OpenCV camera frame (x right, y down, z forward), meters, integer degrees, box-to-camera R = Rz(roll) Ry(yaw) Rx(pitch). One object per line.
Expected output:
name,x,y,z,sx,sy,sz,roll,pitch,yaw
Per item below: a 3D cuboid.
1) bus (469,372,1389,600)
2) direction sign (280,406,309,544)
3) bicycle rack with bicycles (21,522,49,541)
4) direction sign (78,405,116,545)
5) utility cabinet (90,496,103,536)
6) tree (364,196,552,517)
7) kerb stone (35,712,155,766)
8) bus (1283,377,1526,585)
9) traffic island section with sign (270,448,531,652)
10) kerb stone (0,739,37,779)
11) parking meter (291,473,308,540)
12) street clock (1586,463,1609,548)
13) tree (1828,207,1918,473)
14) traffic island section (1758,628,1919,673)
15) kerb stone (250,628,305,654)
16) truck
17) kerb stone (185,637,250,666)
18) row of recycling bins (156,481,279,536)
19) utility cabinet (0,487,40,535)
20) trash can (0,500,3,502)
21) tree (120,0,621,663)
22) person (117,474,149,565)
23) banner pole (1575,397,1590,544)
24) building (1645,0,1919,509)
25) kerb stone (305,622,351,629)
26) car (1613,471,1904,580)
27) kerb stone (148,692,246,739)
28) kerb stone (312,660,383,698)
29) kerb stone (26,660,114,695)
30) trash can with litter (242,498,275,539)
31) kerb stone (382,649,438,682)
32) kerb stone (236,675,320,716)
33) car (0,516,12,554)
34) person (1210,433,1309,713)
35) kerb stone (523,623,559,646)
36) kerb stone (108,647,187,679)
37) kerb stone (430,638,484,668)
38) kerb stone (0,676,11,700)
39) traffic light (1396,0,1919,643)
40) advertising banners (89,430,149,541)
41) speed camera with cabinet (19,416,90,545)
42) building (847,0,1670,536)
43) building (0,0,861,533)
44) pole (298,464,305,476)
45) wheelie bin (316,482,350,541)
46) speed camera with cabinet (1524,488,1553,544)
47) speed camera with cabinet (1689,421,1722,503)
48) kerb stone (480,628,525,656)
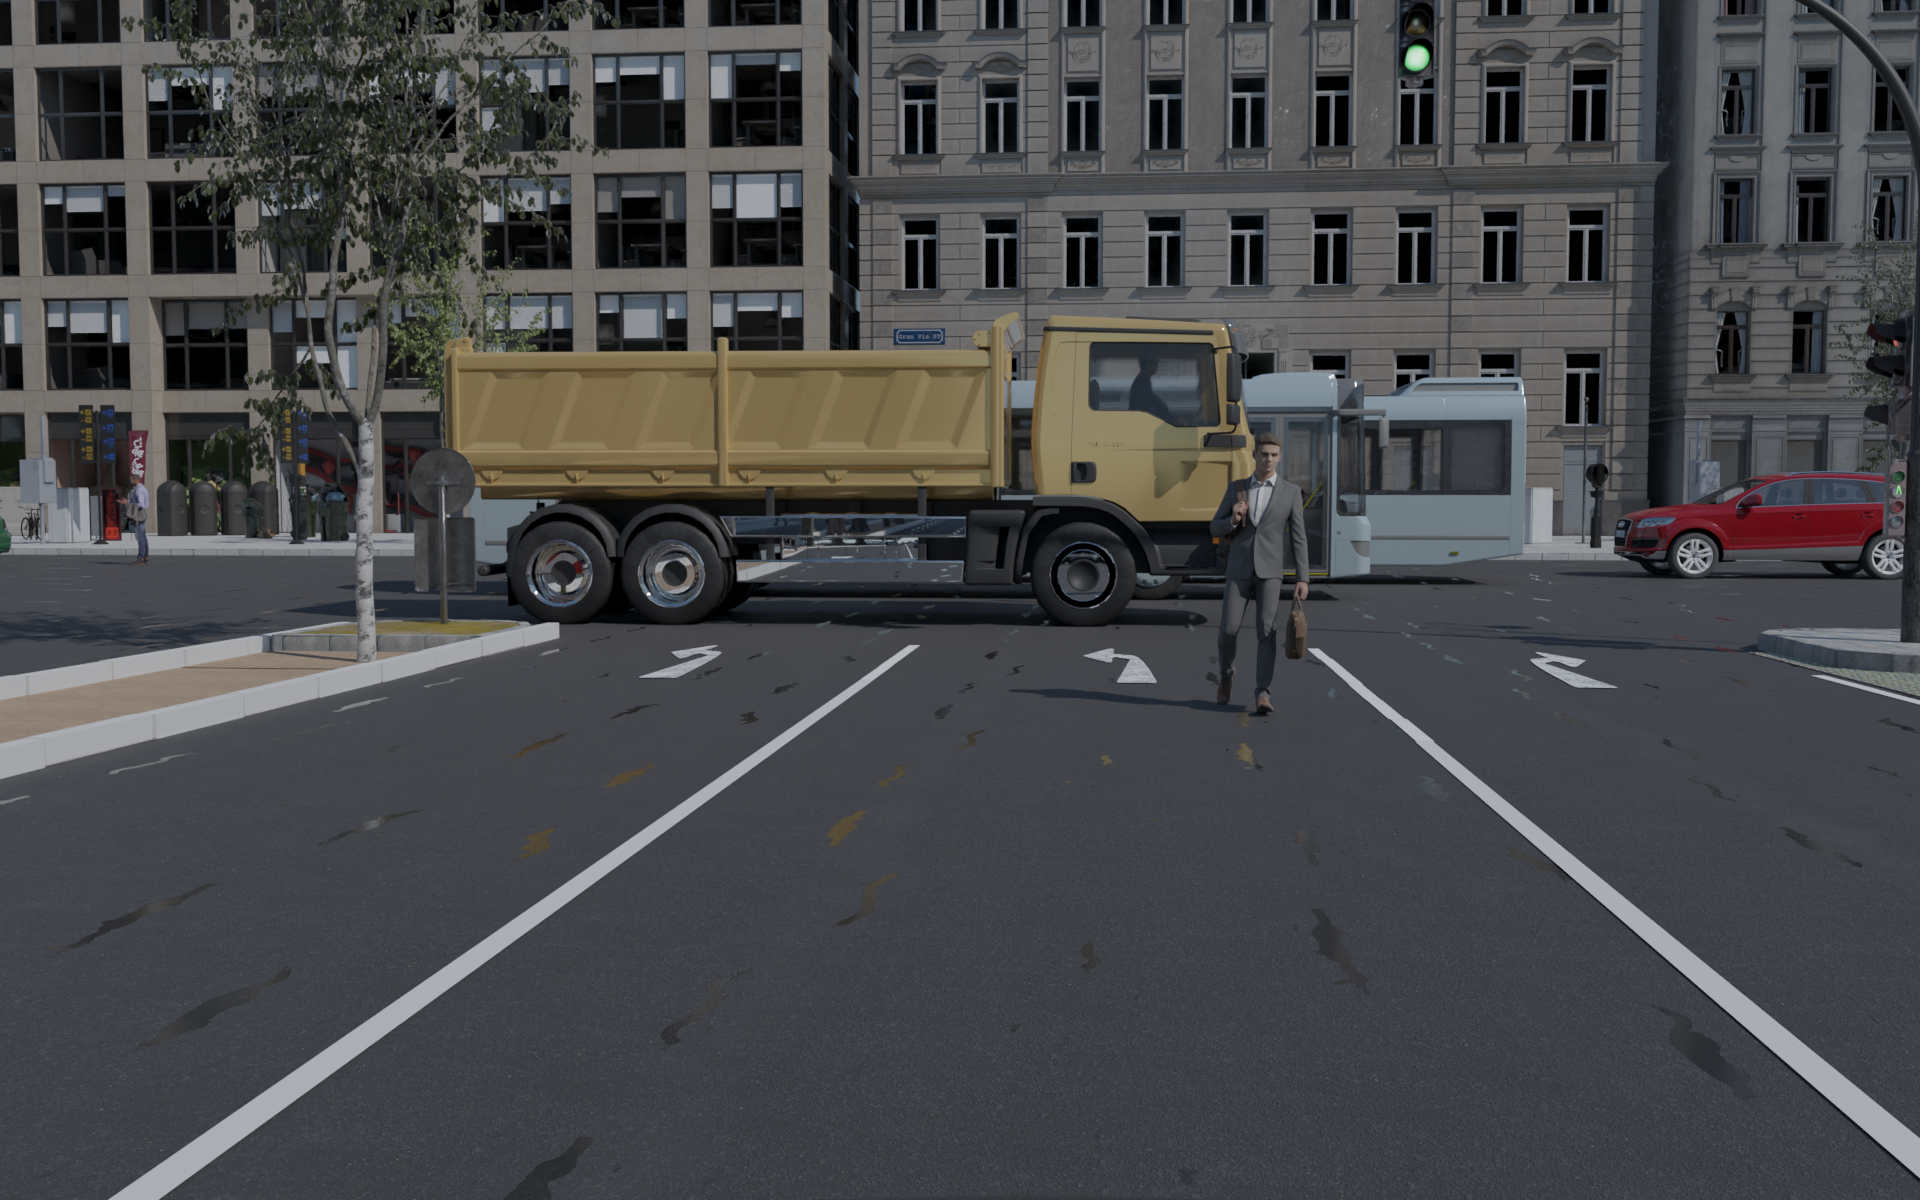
bus,-0.130,-1.825,24.703,13.247,3.499,2.948,0,4,6
direction sign,-16.970,-3.193,44.205,0.379,3.537,0.876,2,4,26
bicycle rack with bicycles,-26.017,-2.113,47.929,2.852,0.926,2.925,-2,4,-29
direction sign,-21.903,-3.183,44.041,0.876,3.537,0.379,0,4,-4
utility cabinet,-26.442,-2.575,53.255,1.020,1.237,0.306,3,5,43
tree,-12.751,-5.705,43.641,4.737,8.622,4.395,0,3,0
kerb stone,-4.814,0.770,9.599,0.120,0.150,1.000,0,4,6
bus,2.317,-2.074,28.766,13.247,3.499,2.948,0,4,5
traffic island section with sign,-5.173,-0.515,16.550,2.006,1.907,1.989,0,4,6
kerb stone,-4.901,0.833,8.578,0.120,0.150,1.000,0,4,6
parking meter,-18.516,-2.620,48.549,0.399,1.863,0.255,2,4,33
street clock,15.084,-2.231,41.040,0.471,2.002,0.358,-1,4,-16
tree,24.136,-5.732,44.087,4.360,8.622,3.978,0,3,0
traffic island section,8.260,0.445,15.003,2.009,0.180,2.903,0,4,6
kerb stone,-6.313,0.391,15.839,0.120,0.150,1.000,0,4,6
truck,-0.708,-1.465,19.883,9.791,3.379,3.469,0,4,4
kerb stone,-6.406,0.451,14.819,0.120,0.150,1.000,0,4,6
row of recycling bins,-22.947,-2.847,53.667,3.534,1.692,1.069,-3,4,-38
utility cabinet,-28.970,-2.724,53.222,1.173,1.500,0.318,-1,4,-14
trash can,-23.651,-1.859,42.055,0.748,1.137,0.748,0,3,0
tree,-5.025,-3.782,14.663,4.360,8.622,3.978,0,3,0
person,-16.765,-1.634,35.092,0.599,1.838,0.709,-1,4,-18
banner pole,16.093,-3.336,44.565,0.401,3.779,0.863,1,4,16
building,30.782,-12.570,54.674,18.267,20.994,9.793,0,4,6
kerb stone,-6.207,0.326,16.859,0.120,0.150,1.000,0,4,6
car,14.110,-1.303,29.973,5.304,1.827,2.281,0,4,5
kerb stone,-4.707,0.711,10.624,0.120,0.150,1.000,0,4,6
kerb stone,-4.509,0.583,12.666,0.120,0.150,1.000,0,4,6
kerb stone,-6.604,0.581,12.769,0.120,0.150,1.000,0,4,6
trash can with litter,-20.233,-2.365,50.061,1.055,1.170,0.624,2,4,28
kerb stone,-4.405,0.524,13.692,0.120,0.150,1.000,0,4,6
kerb stone,-4.612,0.647,11.644,0.120,0.150,1.000,0,4,6
car,-21.311,-1.360,34.039,4.920,1.459,2.131,0,4,4
person,1.970,-0.182,11.435,0.622,1.834,0.822,0,4,2
kerb stone,-4.103,0.332,16.768,0.120,0.150,1.000,0,4,6
kerb stone,-6.507,0.514,13.798,0.120,0.150,1.000,0,4,6
kerb stone,-4.312,0.458,14.712,0.120,0.150,1.000,0,4,6
kerb stone,-6.710,0.640,11.746,0.120,0.150,1.000,0,4,6
traffic light,6.131,-2.464,14.954,4.771,5.953,1.251,0,4,6
advertising banners,-23.236,-3.127,47.319,2.074,3.025,0.090,-1,4,-11
speed camera with cabinet,-23.406,-3.085,44.784,0.660,3.252,2.038,0,4,6
building,9.390,-15.980,58.532,25.104,27.353,12.463,0,4,6
building,-20.176,-15.920,64.802,34.151,26.468,19.350,0,4,6
pole,-20.411,-3.661,53.707,0.158,3.312,0.155,0,3,0
wheelie bin,-17.059,-2.400,47.144,0.980,1.594,0.693,2,4,35
speed camera with cabinet,14.306,-3.045,44.124,2.038,3.252,0.660,-3,5,-39
speed camera with cabinet,20.080,-3.159,45.985,0.660,3.252,2.038,0,4,-2
kerb stone,-4.210,0.394,15.748,0.120,0.150,1.000,0,4,6
